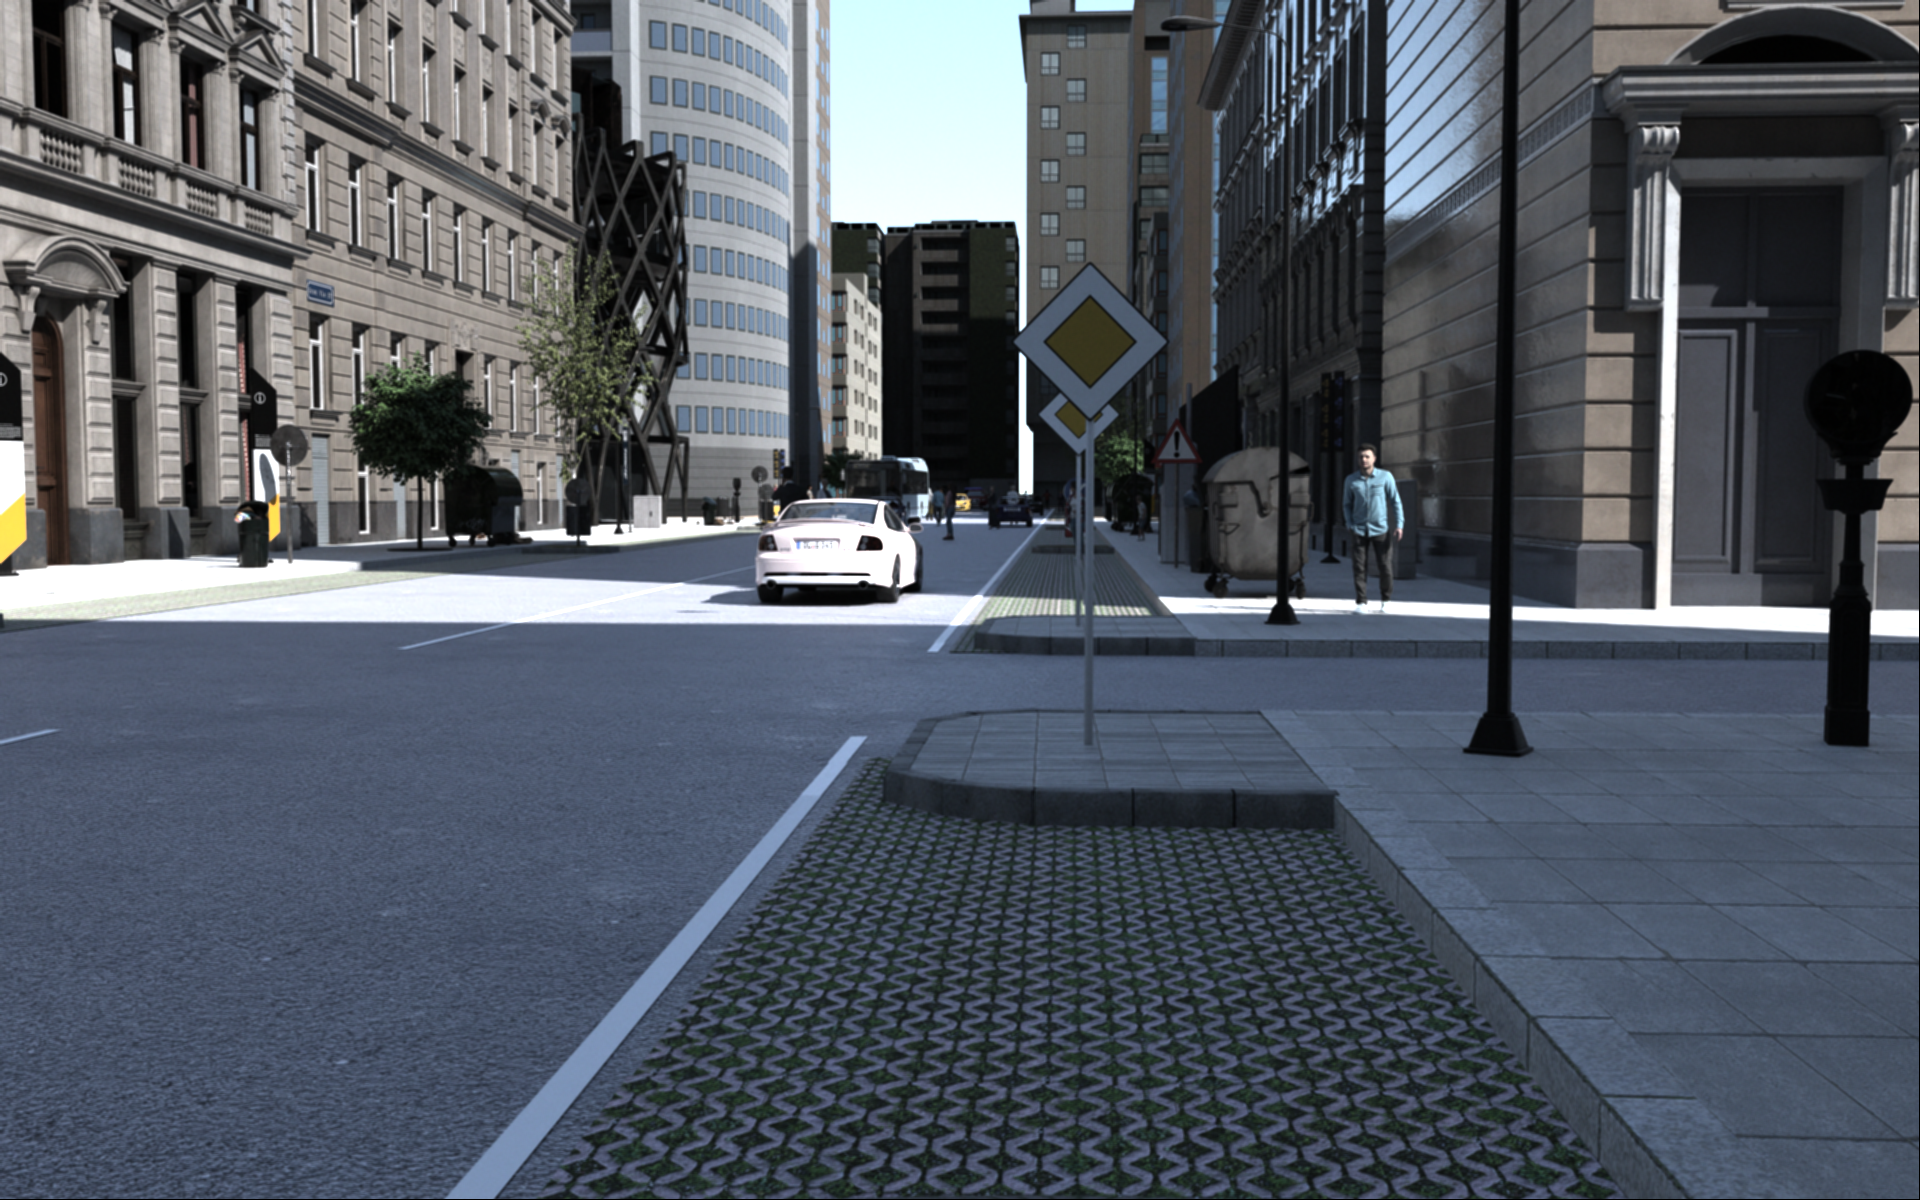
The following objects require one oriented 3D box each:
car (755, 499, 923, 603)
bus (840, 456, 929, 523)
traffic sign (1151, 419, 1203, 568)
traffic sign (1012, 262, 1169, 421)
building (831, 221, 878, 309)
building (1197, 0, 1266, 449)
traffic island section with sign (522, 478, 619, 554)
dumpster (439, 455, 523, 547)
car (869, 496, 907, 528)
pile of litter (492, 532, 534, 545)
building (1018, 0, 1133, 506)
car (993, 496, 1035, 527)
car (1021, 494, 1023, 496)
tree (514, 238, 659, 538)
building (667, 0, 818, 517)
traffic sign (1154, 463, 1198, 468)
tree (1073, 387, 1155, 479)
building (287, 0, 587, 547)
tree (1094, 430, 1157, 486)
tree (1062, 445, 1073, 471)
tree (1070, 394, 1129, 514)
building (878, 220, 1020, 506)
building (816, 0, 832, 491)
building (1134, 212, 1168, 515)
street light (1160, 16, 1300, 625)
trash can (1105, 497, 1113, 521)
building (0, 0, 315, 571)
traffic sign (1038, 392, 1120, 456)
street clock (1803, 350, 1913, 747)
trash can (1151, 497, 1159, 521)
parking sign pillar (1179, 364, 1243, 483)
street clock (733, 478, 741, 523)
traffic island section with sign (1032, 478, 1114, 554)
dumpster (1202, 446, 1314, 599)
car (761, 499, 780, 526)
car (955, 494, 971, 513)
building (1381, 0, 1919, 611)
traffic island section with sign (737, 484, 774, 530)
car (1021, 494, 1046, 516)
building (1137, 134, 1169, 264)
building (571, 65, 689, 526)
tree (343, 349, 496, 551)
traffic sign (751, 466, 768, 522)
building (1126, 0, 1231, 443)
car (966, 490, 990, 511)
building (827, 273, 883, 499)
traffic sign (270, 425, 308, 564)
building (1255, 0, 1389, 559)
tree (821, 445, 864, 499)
[{"bbox_3d":[-1.618,-0.726,24.237,2.083,1.381,4.827,0,4,5],"label":"car"},{"bbox_3d":[-3.448,-5.429,83.616,2.948,3.499,13.247,0,4,5],"label":"bus"},{"bbox_3d":[3.737,-1.827,29.879,0.884,2.594,0.081,1,4,10],"label":"traffic sign"},{"bbox_3d":[0.675,-0.403,8.775,0.795,2.593,0.064,0,4,4],"label":"traffic sign"},{"bbox_3d":[-14.905,-25.370,186.496,14.107,30.474,14.160,0,4,4],"label":"building"},{"bbox_3d":[15.103,-13.467,71.097,10.553,20.767,40.483,0,4,4],"label":"building"},{"bbox_3d":[-9.392,-2.049,42.129,1.989,1.847,2.006,0,4,4],"label":"traffic island section with sign"},{"bbox_3d":[-11.747,-2.445,42.463,1.502,2.255,1.985,0,4,3],"label":"dumpster"},{"bbox_3d":[-3.142,-3.570,70.955,1.945,1.354,3.894,0,4,3],"label":"car"},{"bbox_3d":[-11.622,-1.884,44.769,1.176,0.858,1.719,0,4,-6],"label":"pile of litter"},{"bbox_3d":[20.522,-36.775,190.516,27.495,52.752,28.713,0,4,4],"label":"building"},{"bbox_3d":[2.341,-3.904,76.418,1.945,1.354,3.894,0,4,3],"label":"car"},{"bbox_3d":[5.556,-7.940,141.619,2.131,1.459,4.920,0,4,3],"label":"car"},{"bbox_3d":[-11.224,-6.158,51.047,4.737,8.622,4.395,0,3,0],"label":"tree"},{"bbox_3d":[-21.298,-34.545,106.818,21.231,58.520,28.212,0,4,4],"label":"building"},{"bbox_3d":[4.400,-2.158,35.283,0.884,2.594,0.081,0,4,8],"label":"traffic sign"},{"bbox_3d":[8.828,-8.979,97.162,4.737,8.622,4.395,0,3,0],"label":"tree"},{"bbox_3d":[-20.725,-15.623,52.693,12.463,27.353,25.104,0,4,4],"label":"building"},{"bbox_3d":[8.406,-6.378,88.002,4.285,4.588,4.351,0,3,0],"label":"tree"},{"bbox_3d":[12.212,-13.224,166.578,4.737,8.622,4.395,0,3,0],"label":"tree"},{"bbox_3d":[9.014,-9.818,110.890,4.360,8.622,3.978,0,3,0],"label":"tree"},{"bbox_3d":[-0.673,-25.305,185.430,14.107,30.474,14.160,0,4,4],"label":"building"},{"bbox_3d":[-17.344,-29.242,128.217,14.600,45.320,14.200,0,4,4],"label":"building"},{"bbox_3d":[26.530,-16.818,120.010,27.650,21.520,28.899,0,4,4],"label":"building"},{"bbox_3d":[2.650,-2.719,16.996,1.470,5.913,1.316,0,4,4],"label":"street light"},{"bbox_3d":[7.163,-4.269,81.446,0.748,1.137,0.748,0,3,0],"label":"trash can"},{"bbox_3d":[-20.462,-12.307,30.105,11.050,23.489,19.941,0,4,4],"label":"building"},{"bbox_3d":[1.165,-0.890,16.745,0.795,2.593,0.064,0,4,4],"label":"traffic sign"},{"bbox_3d":[4.554,-0.261,8.842,0.471,2.002,0.358,1,4,20],"label":"street clock"},{"bbox_3d":[9.134,-4.272,81.494,0.748,1.137,0.748,0,3,0],"label":"trash can"},{"bbox_3d":[5.291,-2.940,36.545,1.447,3.967,1.447,2,4,33],"label":"parking sign pillar"},{"bbox_3d":[-10.026,-4.486,77.916,0.358,2.002,0.471,-2,4,-24],"label":"street clock"},{"bbox_3d":[2.750,-2.052,42.179,1.989,1.847,2.006,0,4,4],"label":"traffic island section with sign"},{"bbox_3d":[3.747,-0.984,21.852,1.264,1.857,1.865,0,4,4],"label":"dumpster"},{"bbox_3d":[-7.574,-3.990,75.457,2.015,1.641,3.980,0,4,4],"label":"car"},{"bbox_3d":[-0.118,-7.610,134.652,2.015,1.641,3.980,0,4,4],"label":"car"},{"bbox_3d":[16.954,-14.566,24.055,20.117,28.700,13.634,0,4,4],"label":"building"},{"bbox_3d":[-7.750,-3.695,69.034,1.989,1.847,2.006,0,4,4],"label":"traffic island section with sign"},{"bbox_3d":[4.711,-6.451,115.254,2.009,1.686,4.222,0,4,3],"label":"car"},{"bbox_3d":[21.402,-22.621,141.554,14.160,30.474,14.107,0,4,4],"label":"building"},{"bbox_3d":[-20.521,-12.668,74.570,16.820,18.784,16.811,0,4,4],"label":"building"},{"bbox_3d":[-12.279,-3.400,39.296,4.285,4.588,4.351,0,3,0],"label":"tree"},{"bbox_3d":[-9.138,-4.824,78.973,0.768,2.556,0.104,0,4,6],"label":"traffic sign"},{"bbox_3d":[22.147,-30.894,155.230,14.600,45.320,14.200,0,4,4],"label":"building"},{"bbox_3d":[1.413,-8.461,147.008,2.281,1.827,5.304,0,4,5],"label":"car"},{"bbox_3d":[-22.681,-18.868,153.523,28.899,21.520,27.650,0,4,4],"label":"building"},{"bbox_3d":[-12.339,-1.941,31.837,0.768,2.556,0.104,1,4,11],"label":"traffic sign"},{"bbox_3d":[12.955,-11.786,41.847,9.793,20.994,18.267,0,4,4],"label":"building"},{"bbox_3d":[-7.788,-8.044,115.240,4.285,4.588,4.351,0,3,0],"label":"tree"}]
